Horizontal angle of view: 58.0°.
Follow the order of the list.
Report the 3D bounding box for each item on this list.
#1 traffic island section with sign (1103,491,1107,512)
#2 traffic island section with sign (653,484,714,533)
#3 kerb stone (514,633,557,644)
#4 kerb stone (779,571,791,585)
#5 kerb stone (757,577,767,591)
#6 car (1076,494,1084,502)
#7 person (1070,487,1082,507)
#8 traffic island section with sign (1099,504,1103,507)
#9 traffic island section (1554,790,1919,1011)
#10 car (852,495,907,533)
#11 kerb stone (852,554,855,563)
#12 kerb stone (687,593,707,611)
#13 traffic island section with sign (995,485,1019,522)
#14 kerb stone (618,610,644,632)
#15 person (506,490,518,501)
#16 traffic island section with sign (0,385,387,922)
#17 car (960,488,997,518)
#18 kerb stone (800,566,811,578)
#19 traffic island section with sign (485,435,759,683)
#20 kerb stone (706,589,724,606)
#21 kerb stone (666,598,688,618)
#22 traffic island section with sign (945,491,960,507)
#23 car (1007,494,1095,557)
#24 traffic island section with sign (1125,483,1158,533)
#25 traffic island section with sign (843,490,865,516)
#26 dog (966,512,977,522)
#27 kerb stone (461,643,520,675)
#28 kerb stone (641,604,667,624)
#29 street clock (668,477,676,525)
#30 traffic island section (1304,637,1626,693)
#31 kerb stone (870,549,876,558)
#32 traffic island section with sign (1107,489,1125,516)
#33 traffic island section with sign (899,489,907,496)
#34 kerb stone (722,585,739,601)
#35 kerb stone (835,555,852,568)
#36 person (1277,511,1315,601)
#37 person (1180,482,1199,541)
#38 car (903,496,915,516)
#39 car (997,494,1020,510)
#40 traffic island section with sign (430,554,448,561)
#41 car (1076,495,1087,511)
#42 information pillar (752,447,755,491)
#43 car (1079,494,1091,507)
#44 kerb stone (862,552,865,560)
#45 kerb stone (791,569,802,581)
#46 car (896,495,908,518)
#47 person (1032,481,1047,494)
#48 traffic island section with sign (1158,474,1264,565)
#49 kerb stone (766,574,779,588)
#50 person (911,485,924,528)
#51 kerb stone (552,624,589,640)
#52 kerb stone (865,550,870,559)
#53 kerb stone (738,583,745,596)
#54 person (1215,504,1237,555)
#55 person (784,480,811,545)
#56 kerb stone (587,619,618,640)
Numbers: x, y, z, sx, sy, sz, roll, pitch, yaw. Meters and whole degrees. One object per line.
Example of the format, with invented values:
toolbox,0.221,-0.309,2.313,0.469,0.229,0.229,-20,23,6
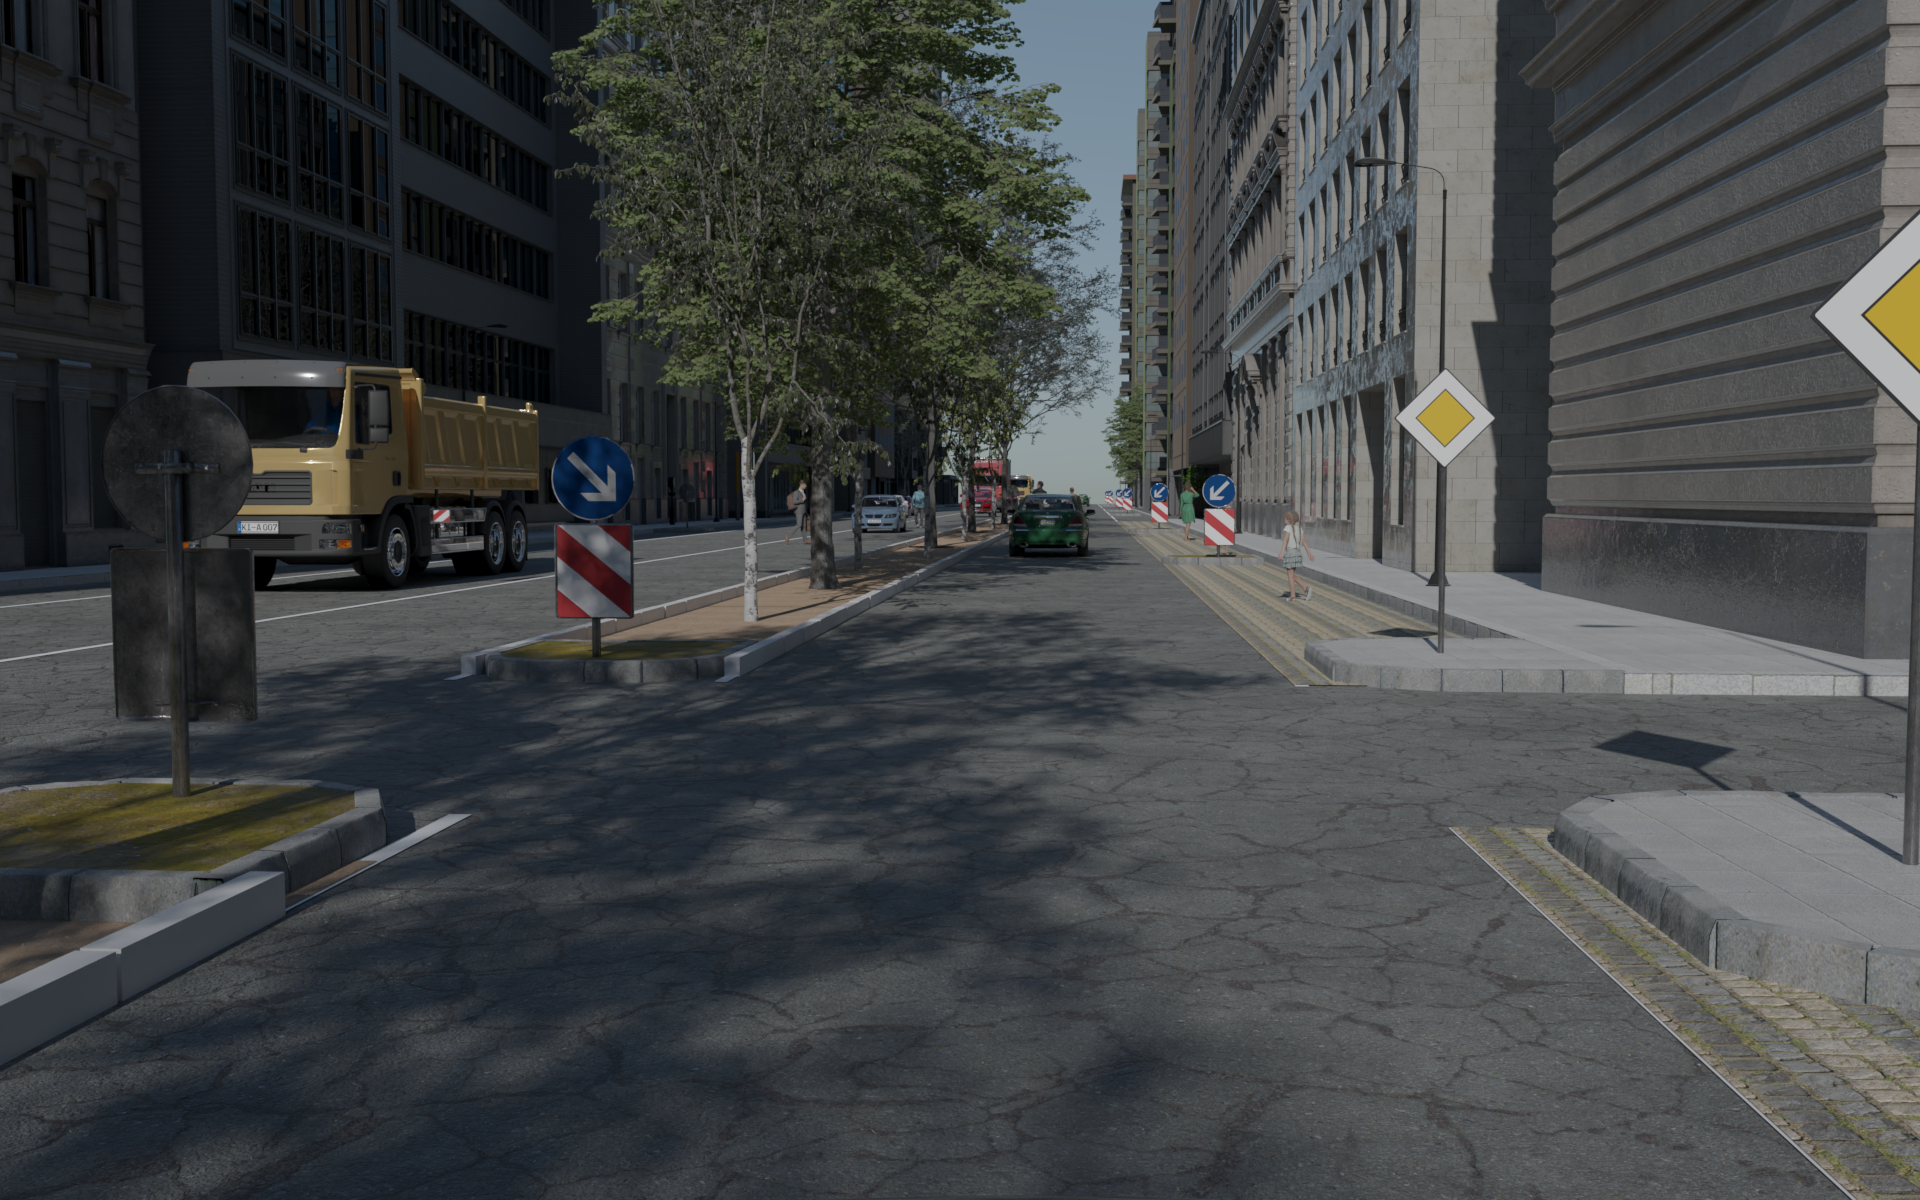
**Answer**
traffic island section with sign,12.812,-8.063,140.450,1.989,1.847,2.006,0,4,4
traffic island section with sign,-10.305,-3.449,65.012,1.989,1.847,2.006,0,4,4
kerb stone,-3.773,0.427,15.221,0.120,0.150,1.000,0,4,4
kerb stone,-2.877,-0.326,27.535,0.120,0.150,1.000,0,4,4
kerb stone,-3.022,-0.201,25.478,0.120,0.150,1.000,0,4,4
car,11.516,-10.098,175.318,2.015,1.641,3.980,0,4,3
person,5.140,-4.218,78.139,0.731,1.740,0.598,1,4,10
traffic island section with sign,16.874,-11.455,195.910,1.989,1.847,2.006,0,4,4
traffic island section,3.316,0.995,6.016,2.009,0.180,2.903,0,4,4
car,-2.998,-3.241,64.989,2.014,1.417,4.499,0,4,3
kerb stone,-2.276,-0.826,35.703,0.120,0.150,1.000,0,4,4
kerb stone,-3.320,0.050,21.382,0.120,0.150,1.000,0,4,4
traffic island section with sign,2.664,-4.950,89.068,2.006,1.907,1.989,0,4,4
kerb stone,-3.554,0.238,18.306,0.120,0.150,1.000,0,4,4
person,-11.615,-2.208,44.813,0.699,1.804,1.509,-1,4,-8
traffic island section with sign,-3.353,0.085,6.741,2.006,1.907,1.989,0,4,4
car,1.169,-6.041,107.439,2.281,1.827,5.304,0,4,4
kerb stone,-2.724,-0.451,29.573,0.120,0.150,1.000,0,4,4
traffic island section with sign,-2.804,-0.366,14.128,2.006,1.907,1.989,0,4,4
kerb stone,-3.253,-0.011,22.409,0.120,0.150,1.000,0,4,4
kerb stone,-3.395,0.115,20.353,0.120,0.150,1.000,0,4,4
traffic island section with sign,-0.652,-11.533,197.184,1.989,1.847,2.006,0,4,4
car,2.139,-1.788,41.028,2.131,1.459,4.920,0,4,4
traffic island section with sign,7.200,-3.370,63.728,1.989,1.847,2.006,0,4,4
traffic island section with sign,-6.658,-6.511,115.080,1.989,1.847,2.006,0,4,4
dog,0.565,-4.274,89.165,0.406,0.507,0.540,3,5,39
kerb stone,-3.852,0.489,14.198,0.120,0.150,1.000,0,4,4
kerb stone,-3.481,0.175,19.329,0.120,0.150,1.000,0,4,4
street clock,-11.961,-4.121,71.941,0.358,2.002,0.471,0,4,4
traffic island section,3.898,0.508,13.980,2.009,0.180,2.903,0,4,4
kerb stone,-2.060,-1.014,38.778,0.120,0.150,1.000,0,4,4
traffic island section with sign,10.848,-6.415,113.521,1.989,1.847,2.006,0,4,4
traffic island section with sign,-4.684,-8.155,141.964,1.989,1.847,2.006,0,4,4
kerb stone,-3.177,-0.075,23.428,0.120,0.150,1.000,0,4,4
kerb stone,-2.350,-0.764,34.683,0.120,0.150,1.000,0,4,4
person,4.430,-0.577,22.950,0.505,1.210,0.382,-3,5,-44
person,6.906,-2.681,52.588,0.600,1.795,0.529,2,4,32
car,-3.955,-6.144,113.033,1.945,1.354,3.894,0,4,6
car,4.220,-8.912,154.387,2.281,1.827,5.304,0,4,4
traffic island section with sign,-12.305,-1.779,37.717,1.989,1.847,2.006,0,4,4
car,5.332,-4.706,86.735,2.009,1.686,4.222,0,4,6
information pillar,-10.310,-5.811,86.360,0.183,3.616,0.504,0,4,0
car,13.959,-11.443,198.883,2.131,1.459,4.920,0,4,5
kerb stone,-2.199,-0.889,36.723,0.120,0.150,1.000,0,4,4
kerb stone,-2.795,-0.389,28.553,0.120,0.150,1.000,0,4,4
car,-4.123,-5.602,103.960,2.083,1.381,4.827,0,4,2
person,2.433,-2.861,55.080,0.655,1.846,0.447,-2,4,-32
traffic island section with sign,5.158,-1.649,35.582,1.989,1.847,2.006,0,4,4
kerb stone,-2.958,-0.264,26.506,0.120,0.150,1.000,0,4,4
person,-1.734,-3.959,73.254,0.660,1.820,0.620,-1,4,-12
kerb stone,-3.704,0.364,16.242,0.120,0.150,1.000,0,4,4
kerb stone,-2.131,-0.951,37.749,0.120,0.150,1.000,0,4,4
kerb stone,-3.101,-0.138,24.452,0.120,0.150,1.000,0,4,4
person,6.176,-1.630,40.172,0.505,1.210,0.382,-2,4,-35
person,-4.564,-2.494,49.249,0.822,1.834,0.622,0,4,5
kerb stone,-3.631,0.301,17.270,0.120,0.150,1.000,0,4,4
